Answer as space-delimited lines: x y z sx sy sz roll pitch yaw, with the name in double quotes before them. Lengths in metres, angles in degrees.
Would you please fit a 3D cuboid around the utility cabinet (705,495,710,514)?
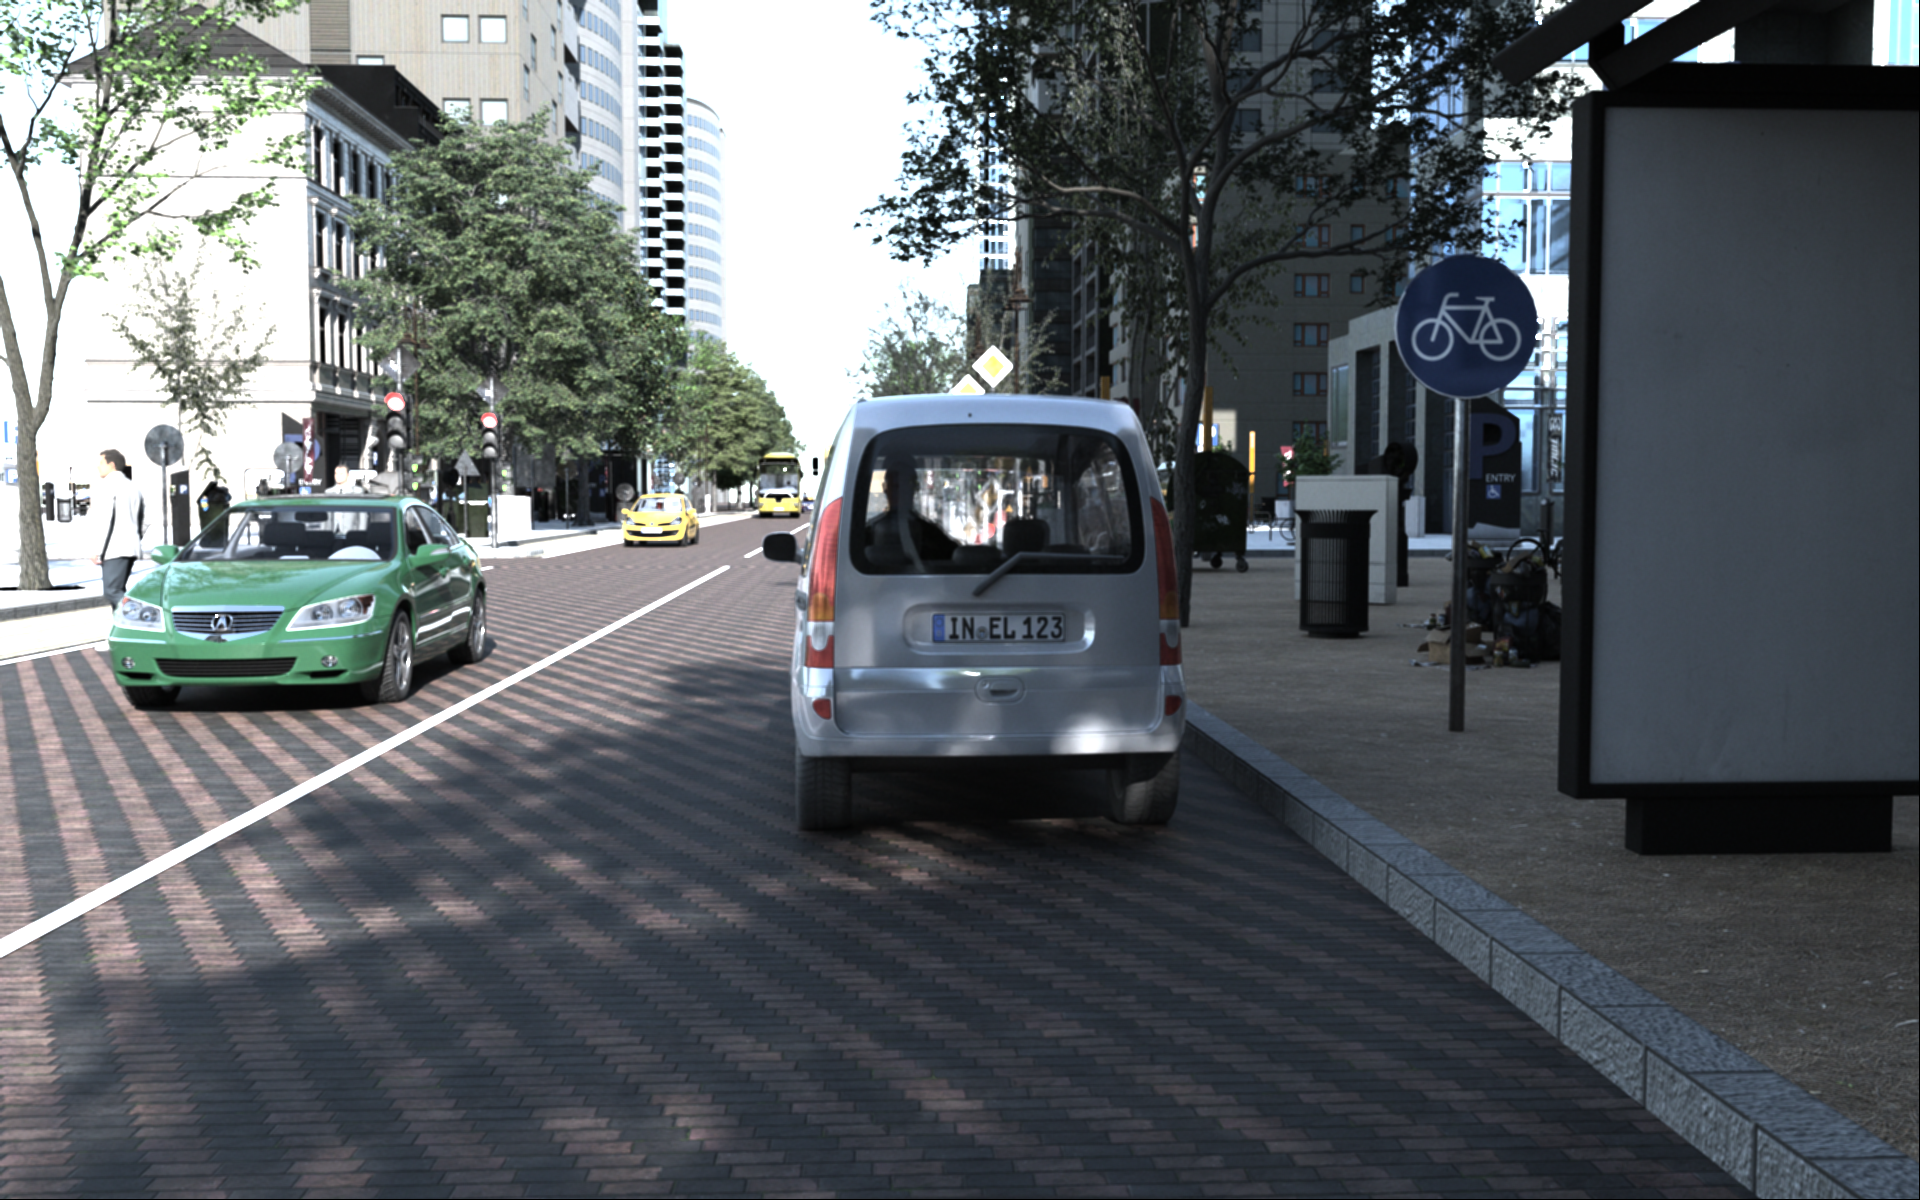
"utility cabinet" -16.555 -6.258 113.476 0.306 1.237 1.020 -1 4 -10

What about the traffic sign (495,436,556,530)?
"traffic sign" -15.388 -4.109 61.052 2.265 3.308 0.079 0 4 1

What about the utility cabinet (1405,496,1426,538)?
"utility cabinet" 13.161 -2.424 50.801 0.306 1.237 1.020 -2 4 -34

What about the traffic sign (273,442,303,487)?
"traffic sign" -16.357 -2.574 42.198 0.768 2.556 0.104 0 4 2

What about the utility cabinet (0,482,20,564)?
"utility cabinet" -17.423 -1.401 31.590 1.173 1.500 0.318 -2 4 -25

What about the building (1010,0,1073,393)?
"building" 19.833 -35.392 167.894 28.713 52.752 27.495 0 4 -3

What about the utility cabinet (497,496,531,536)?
"utility cabinet" -13.671 -2.568 53.152 1.020 1.237 0.306 1 4 20

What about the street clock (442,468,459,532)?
"street clock" -14.152 -2.666 48.163 0.358 2.002 0.471 2 4 24

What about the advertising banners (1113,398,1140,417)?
"advertising banners" 2.277 -2.165 31.590 2.074 3.025 0.090 0 4 -1

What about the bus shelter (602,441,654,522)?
"bus shelter" -16.287 -6.477 83.535 2.179 5.291 8.768 0 4 -3

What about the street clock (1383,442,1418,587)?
"street clock" 6.090 -1.188 23.986 0.358 2.002 0.471 -2 4 -24

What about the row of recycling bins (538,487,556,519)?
"row of recycling bins" -21.566 -4.869 86.728 1.069 1.692 3.534 2 4 24

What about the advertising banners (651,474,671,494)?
"advertising banners" -17.738 -6.480 102.139 0.090 3.025 2.074 2 4 30

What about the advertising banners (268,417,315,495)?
"advertising banners" -15.454 -2.684 40.079 2.074 3.025 0.090 3 5 40

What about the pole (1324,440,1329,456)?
"pole" 13.911 -4.401 65.805 0.158 3.312 0.155 0 3 0

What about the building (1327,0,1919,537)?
"building" 30.013 -45.777 61.118 31.000 86.520 22.319 0 4 -3

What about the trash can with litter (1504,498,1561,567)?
"trash can with litter" 10.612 -1.251 31.516 1.678 1.210 2.233 1 4 13

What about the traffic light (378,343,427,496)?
"traffic light" -10.388 -2.649 32.238 0.839 4.253 0.868 0 4 -3

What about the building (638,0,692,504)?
"building" -45.576 -55.661 222.721 22.319 86.520 31.000 0 4 -3

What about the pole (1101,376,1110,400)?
"pole" 2.516 -2.216 30.076 0.158 3.312 0.155 0 3 0

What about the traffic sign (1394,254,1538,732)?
"traffic sign" 2.691 -0.563 9.305 0.768 2.556 0.104 0 4 0

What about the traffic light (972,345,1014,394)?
"traffic light" 0.606 -2.687 32.850 0.839 4.253 0.868 0 4 -3

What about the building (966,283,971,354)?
"building" 7.731 -28.509 237.820 14.160 30.474 14.107 0 4 -3

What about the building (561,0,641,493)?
"building" -40.995 -37.476 154.733 21.231 58.520 28.212 0 4 -3

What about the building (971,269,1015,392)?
"building" 9.270 -27.621 223.300 14.160 30.474 14.107 0 4 -3

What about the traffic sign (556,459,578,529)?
"traffic sign" -14.303 -3.850 63.060 0.768 2.556 0.104 0 4 -2

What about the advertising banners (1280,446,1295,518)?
"advertising banners" 12.618 -4.074 62.792 2.074 3.025 0.090 0 4 -2

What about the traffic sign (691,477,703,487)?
"traffic sign" -17.236 -6.878 113.640 0.795 2.450 0.064 0 4 4

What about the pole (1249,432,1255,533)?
"pole" 9.554 -3.845 56.707 0.158 3.312 0.155 0 3 0

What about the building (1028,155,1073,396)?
"building" 12.566 -22.930 146.610 14.160 30.474 14.107 0 4 -3

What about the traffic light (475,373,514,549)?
"traffic light" -10.822 -3.137 40.211 0.839 4.253 0.868 0 4 -3

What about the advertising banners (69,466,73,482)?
"advertising banners" -55.196 -6.771 106.898 0.090 3.025 2.074 0 4 -2

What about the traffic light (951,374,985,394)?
"traffic light" 0.172 -3.174 40.823 0.839 4.253 0.868 0 4 -3

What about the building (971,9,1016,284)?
"building" 10.550 -57.868 258.807 22.319 86.520 31.000 0 4 -3

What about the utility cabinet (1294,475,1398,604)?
"utility cabinet" 4.540 -0.715 20.365 1.173 1.500 0.318 3 5 40

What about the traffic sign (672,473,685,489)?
"traffic sign" -16.628 -6.261 102.474 0.768 2.556 0.104 0 4 -1

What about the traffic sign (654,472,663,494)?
"traffic sign" -18.128 -6.307 103.121 0.884 2.594 0.081 0 4 3

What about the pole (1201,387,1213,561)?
"pole" 4.707 -2.393 32.977 0.158 3.312 0.155 0 3 0

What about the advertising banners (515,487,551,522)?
"advertising banners" -19.651 -5.044 78.650 2.074 3.025 0.090 -2 4 -27

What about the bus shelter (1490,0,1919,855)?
"bus shelter" 3.085 -0.594 3.639 2.014 3.302 5.546 0 4 -3

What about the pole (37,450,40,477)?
"pole" -42.449 -5.255 79.757 0.158 3.312 0.155 0 3 0

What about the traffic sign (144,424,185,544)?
"traffic sign" -14.501 -1.924 31.569 0.768 2.556 0.104 0 4 5

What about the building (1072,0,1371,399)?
"building" 17.550 -42.204 128.285 20.563 71.187 20.611 0 4 -3

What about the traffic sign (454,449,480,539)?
"traffic sign" -14.216 -3.044 49.768 0.884 2.594 0.081 0 4 4

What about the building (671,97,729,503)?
"building" -45.630 -43.502 253.249 21.231 58.520 28.212 0 4 -3

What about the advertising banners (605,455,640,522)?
"advertising banners" -15.462 -5.034 78.493 2.074 3.025 0.090 -2 4 -35

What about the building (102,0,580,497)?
"building" -43.137 -32.872 126.690 28.713 52.752 27.495 0 4 -3
